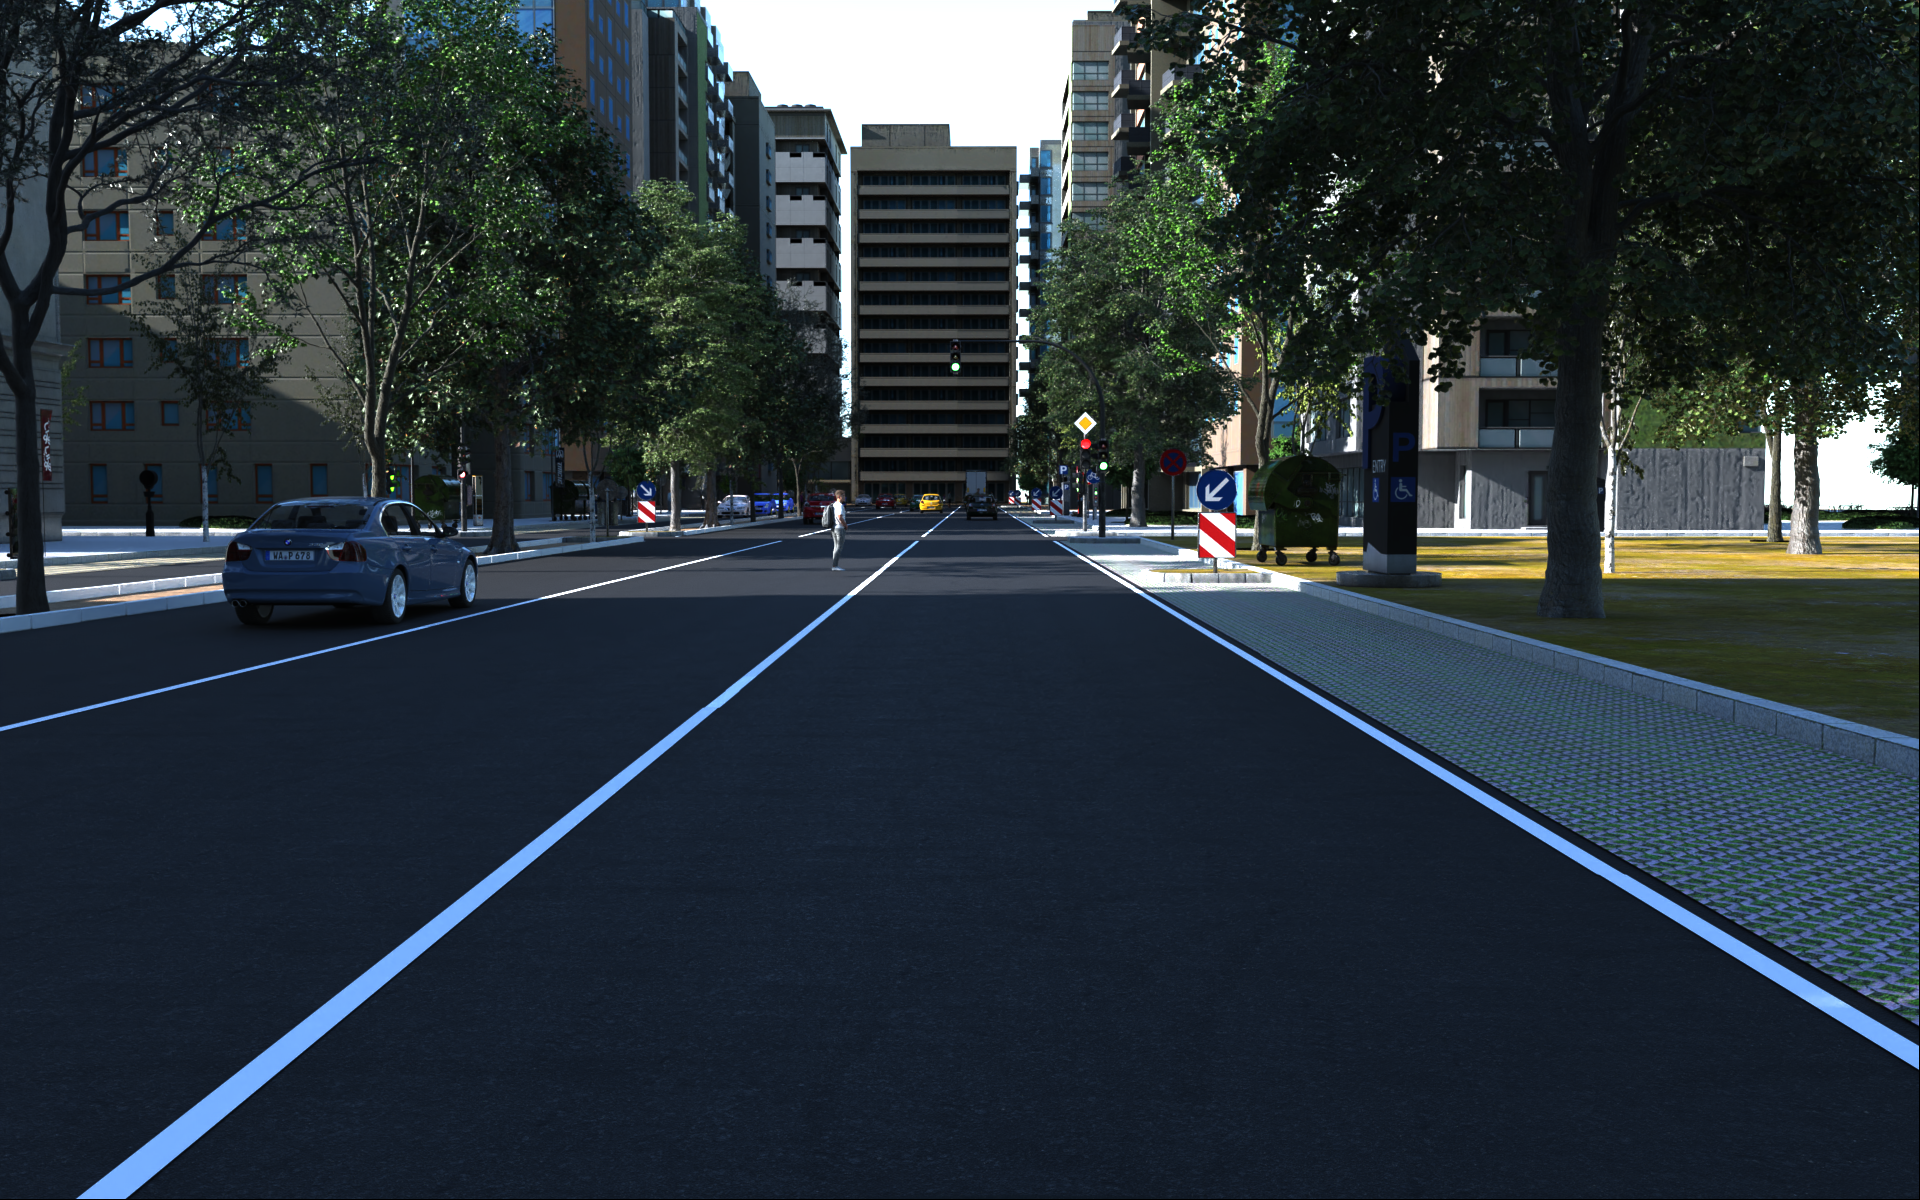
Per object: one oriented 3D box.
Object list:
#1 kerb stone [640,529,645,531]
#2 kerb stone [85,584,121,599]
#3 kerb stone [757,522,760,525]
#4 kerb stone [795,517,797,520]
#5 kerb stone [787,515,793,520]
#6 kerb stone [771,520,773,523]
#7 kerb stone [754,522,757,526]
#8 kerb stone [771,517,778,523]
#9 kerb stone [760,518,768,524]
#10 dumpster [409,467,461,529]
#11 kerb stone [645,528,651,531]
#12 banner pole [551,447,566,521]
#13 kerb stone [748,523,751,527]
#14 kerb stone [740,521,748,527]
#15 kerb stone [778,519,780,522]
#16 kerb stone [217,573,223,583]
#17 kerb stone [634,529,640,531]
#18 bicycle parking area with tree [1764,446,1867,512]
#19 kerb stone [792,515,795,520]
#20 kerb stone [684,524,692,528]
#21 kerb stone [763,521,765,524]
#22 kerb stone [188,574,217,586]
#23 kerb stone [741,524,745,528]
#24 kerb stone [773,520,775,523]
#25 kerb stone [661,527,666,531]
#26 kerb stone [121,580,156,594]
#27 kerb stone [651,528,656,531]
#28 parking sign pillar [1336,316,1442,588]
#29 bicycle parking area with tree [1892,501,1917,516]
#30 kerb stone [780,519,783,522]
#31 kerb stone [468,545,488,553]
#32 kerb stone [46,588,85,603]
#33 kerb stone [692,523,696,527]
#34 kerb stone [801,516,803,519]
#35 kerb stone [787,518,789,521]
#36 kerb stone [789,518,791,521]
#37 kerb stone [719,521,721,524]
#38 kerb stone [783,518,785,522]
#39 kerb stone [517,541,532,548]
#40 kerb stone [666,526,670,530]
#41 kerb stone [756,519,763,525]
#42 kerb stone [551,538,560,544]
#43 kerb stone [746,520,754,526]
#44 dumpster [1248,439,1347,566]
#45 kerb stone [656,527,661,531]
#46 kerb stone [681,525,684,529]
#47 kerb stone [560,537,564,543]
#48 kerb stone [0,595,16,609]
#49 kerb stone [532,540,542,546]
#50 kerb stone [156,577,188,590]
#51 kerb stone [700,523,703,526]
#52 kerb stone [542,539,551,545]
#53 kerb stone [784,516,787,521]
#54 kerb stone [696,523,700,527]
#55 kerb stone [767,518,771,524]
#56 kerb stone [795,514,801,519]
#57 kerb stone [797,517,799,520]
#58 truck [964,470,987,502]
[{"bbox_3d":[-11.603,-2.465,62.518,0.120,0.150,1.000,0,4,1],"label":"kerb stone"},{"bbox_3d":[-11.967,-0.106,24.007,0.120,0.150,1.000,0,4,1],"label":"kerb stone"},{"bbox_3d":[-9.360,-3.466,78.910,0.120,0.150,1.000,0,4,1],"label":"kerb stone"},{"bbox_3d":[-9.207,-4.473,95.328,0.120,0.150,1.000,0,4,1],"label":"kerb stone"},{"bbox_3d":[-9.222,-4.348,93.284,0.120,0.150,1.000,0,4,1],"label":"kerb stone"},{"bbox_3d":[-9.309,-3.782,84.036,0.120,0.150,1.000,0,4,1],"label":"kerb stone"},{"bbox_3d":[-9.361,-3.405,77.887,0.120,0.150,1.000,0,4,1],"label":"kerb stone"},{"bbox_3d":[-9.291,-3.908,86.085,0.120,0.150,1.000,0,4,1],"label":"kerb stone"},{"bbox_3d":[-9.327,-3.657,81.989,0.120,0.150,1.000,0,4,1],"label":"kerb stone"},{"bbox_3d":[-19.046,-3.702,63.020,1.502,2.255,1.985,0,4,1],"label":"dumpster"},{"bbox_3d":[-11.592,-2.529,63.548,0.120,0.150,1.000,0,4,1],"label":"kerb stone"},{"bbox_3d":[-18.990,-5.600,81.581,0.863,3.779,0.401,-2,4,-34],"label":"banner pole"},{"bbox_3d":[-9.381,-3.272,75.841,0.120,0.150,1.000,0,4,1],"label":"kerb stone"},{"bbox_3d":[-9.396,-3.211,74.818,0.120,0.150,1.000,0,4,1],"label":"kerb stone"},{"bbox_3d":[-9.283,-3.971,87.115,0.120,0.150,1.000,0,4,1],"label":"kerb stone"},{"bbox_3d":[-11.921,-0.361,28.104,0.120,0.150,1.000,0,4,1],"label":"kerb stone"},{"bbox_3d":[-11.614,-2.404,61.494,0.120,0.150,1.000,0,4,1],"label":"kerb stone"},{"bbox_3d":[49.545,-7.228,105.180,9.016,4.147,8.231,-1,4,-18],"label":"bicycle parking area with tree"},{"bbox_3d":[-9.221,-4.409,94.306,0.120,0.150,1.000,0,4,1],"label":"kerb stone"},{"bbox_3d":[-11.513,-3.093,72.764,0.120,0.150,1.000,0,4,1],"label":"kerb stone"},{"bbox_3d":[-9.333,-3.590,80.961,0.120,0.150,1.000,0,4,1],"label":"kerb stone"},{"bbox_3d":[-11.932,-0.298,27.082,0.120,0.150,1.000,0,4,1],"label":"kerb stone"},{"bbox_3d":[-9.405,-3.153,73.788,0.120,0.150,1.000,0,4,1],"label":"kerb stone"},{"bbox_3d":[-9.304,-3.842,85.061,0.120,0.150,1.000,0,4,1],"label":"kerb stone"},{"bbox_3d":[-11.569,-2.715,66.622,0.120,0.150,1.000,0,4,1],"label":"kerb stone"},{"bbox_3d":[-11.951,-0.170,25.028,0.120,0.150,1.000,0,4,1],"label":"kerb stone"},{"bbox_3d":[-11.588,-2.592,64.570,0.120,0.150,1.000,0,4,1],"label":"kerb stone"},{"bbox_3d":[6.023,-2.186,24.218,1.447,3.967,1.447,0,4,-1],"label":"parking sign pillar"},{"bbox_3d":[51.240,-6.084,86.483,9.016,4.147,8.231,2,4,30],"label":"bicycle parking area with tree"},{"bbox_3d":[-9.270,-4.033,88.137,0.120,0.150,1.000,0,4,1],"label":"kerb stone"},{"bbox_3d":[-11.791,-1.238,42.476,0.120,0.150,1.000,0,4,1],"label":"kerb stone"},{"bbox_3d":[-11.962,-0.048,22.984,0.120,0.150,1.000,0,4,1],"label":"kerb stone"},{"bbox_3d":[-11.505,-3.155,73.786,0.120,0.150,1.000,0,4,1],"label":"kerb stone"},{"bbox_3d":[-9.177,-4.661,98.407,0.120,0.150,1.000,0,4,1],"label":"kerb stone"},{"bbox_3d":[-9.242,-4.221,91.212,0.120,0.150,1.000,0,4,1],"label":"kerb stone"},{"bbox_3d":[-9.232,-4.284,92.246,0.120,0.150,1.000,0,4,1],"label":"kerb stone"},{"bbox_3d":[-11.429,-3.591,80.988,0.120,0.150,1.000,0,4,1],"label":"kerb stone"},{"bbox_3d":[-9.260,-4.096,89.164,0.120,0.150,1.000,0,4,1],"label":"kerb stone"},{"bbox_3d":[-11.752,-1.490,46.565,0.120,0.150,1.000,0,4,1],"label":"kerb stone"},{"bbox_3d":[-11.555,-2.779,67.644,0.120,0.150,1.000,0,4,1],"label":"kerb stone"},{"bbox_3d":[-9.344,-3.531,79.932,0.120,0.150,1.000,0,4,1],"label":"kerb stone"},{"bbox_3d":[-11.725,-1.678,49.645,0.120,0.150,1.000,0,4,1],"label":"kerb stone"},{"bbox_3d":[-9.369,-3.342,76.862,0.120,0.150,1.000,0,4,1],"label":"kerb stone"},{"bbox_3d":[6.167,-1.786,31.699,1.502,2.255,1.985,0,4,1],"label":"dumpster"},{"bbox_3d":[-11.570,-2.652,65.592,0.120,0.150,1.000,0,4,1],"label":"kerb stone"},{"bbox_3d":[-11.532,-2.968,70.719,0.120,0.150,1.000,0,4,1],"label":"kerb stone"},{"bbox_3d":[-11.717,-1.742,50.678,0.120,0.150,1.000,0,4,1],"label":"kerb stone"},{"bbox_3d":[-11.973,0.014,21.959,0.120,0.150,1.000,0,4,1],"label":"kerb stone"},{"bbox_3d":[-11.741,-1.553,47.590,0.120,0.150,1.000,0,4,1],"label":"kerb stone"},{"bbox_3d":[-11.943,-0.236,26.050,0.120,0.150,1.000,0,4,1],"label":"kerb stone"},{"bbox_3d":[-11.491,-3.281,75.845,0.120,0.150,1.000,0,4,1],"label":"kerb stone"},{"bbox_3d":[-11.737,-1.616,48.615,0.120,0.150,1.000,0,4,1],"label":"kerb stone"},{"bbox_3d":[-9.249,-4.155,90.190,0.120,0.150,1.000,0,4,1],"label":"kerb stone"},{"bbox_3d":[-11.491,-3.219,74.823,0.120,0.150,1.000,0,4,1],"label":"kerb stone"},{"bbox_3d":[-9.315,-3.720,83.011,0.120,0.150,1.000,0,4,1],"label":"kerb stone"},{"bbox_3d":[-9.187,-4.599,97.383,0.120,0.150,1.000,0,4,1],"label":"kerb stone"},{"bbox_3d":[-9.201,-4.536,96.355,0.120,0.150,1.000,0,4,1],"label":"kerb stone"},{"bbox_3d":[1.884,-13.240,205.389,2.839,4.237,11.283,0,4,0],"label":"truck"}]
